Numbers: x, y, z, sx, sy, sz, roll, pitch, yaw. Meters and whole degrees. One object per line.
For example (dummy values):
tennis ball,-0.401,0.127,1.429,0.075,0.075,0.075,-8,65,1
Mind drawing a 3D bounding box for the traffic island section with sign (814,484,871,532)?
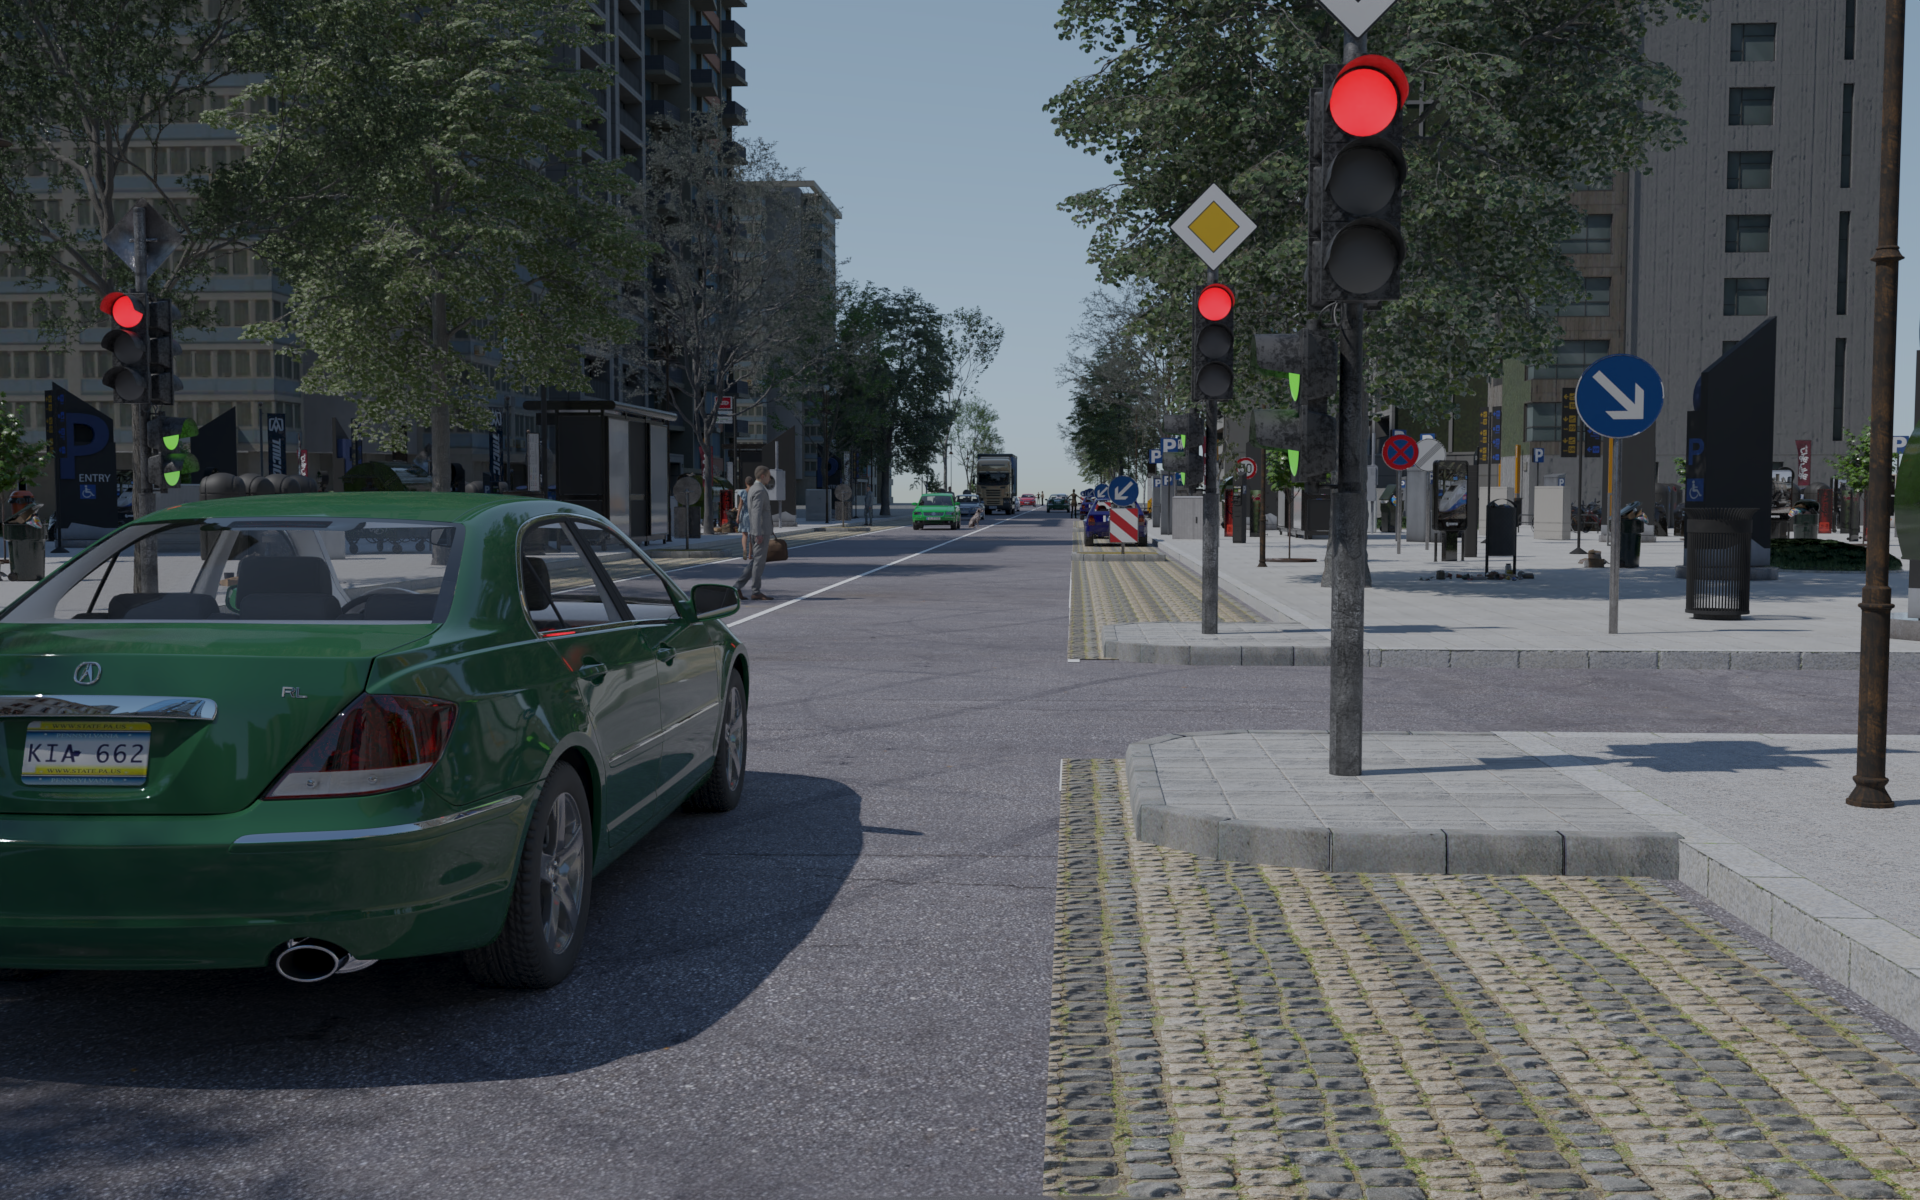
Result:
traffic island section with sign,-4.467,-3.529,66.324,1.989,1.847,2.006,0,4,4

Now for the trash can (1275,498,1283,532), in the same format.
trash can,11.161,-2.917,59.351,0.748,1.137,0.748,0,3,0

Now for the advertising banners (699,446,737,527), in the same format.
advertising banners,-8.456,-4.078,62.865,2.074,3.025,0.090,0,4,7

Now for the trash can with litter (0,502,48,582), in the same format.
trash can with litter,-13.999,-0.861,25.460,1.055,1.170,0.624,-1,4,-13

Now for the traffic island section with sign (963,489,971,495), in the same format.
traffic island section with sign,0.597,-8.204,142.761,1.989,1.847,2.006,0,4,4

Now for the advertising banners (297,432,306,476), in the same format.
advertising banners,-19.135,-3.293,50.021,0.090,3.025,2.074,-2,4,-25

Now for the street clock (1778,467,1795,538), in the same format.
street clock,21.987,-2.549,46.244,0.471,2.002,0.358,1,4,12

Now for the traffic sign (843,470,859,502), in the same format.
traffic sign,-5.799,-5.637,92.172,0.884,2.594,0.081,0,4,7

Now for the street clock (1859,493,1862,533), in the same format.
street clock,29.689,-3.228,57.342,0.358,2.002,0.471,-2,4,-24

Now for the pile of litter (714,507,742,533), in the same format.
pile of litter,-7.751,-2.659,57.440,1.176,0.858,1.719,0,4,-8

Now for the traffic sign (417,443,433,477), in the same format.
traffic sign,-11.952,-2.315,39.034,0.795,2.450,0.064,1,4,9

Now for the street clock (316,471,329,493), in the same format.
street clock,-19.953,-3.039,54.265,0.358,2.002,0.471,-3,5,-40

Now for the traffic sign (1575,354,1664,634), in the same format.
traffic sign,5.998,-0.961,15.826,0.768,2.556,0.104,1,4,13

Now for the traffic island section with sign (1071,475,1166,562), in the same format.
traffic island section with sign,3.407,-1.764,37.464,1.989,1.847,2.006,0,4,4

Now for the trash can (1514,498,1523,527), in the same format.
trash can,21.379,-3.381,66.937,0.748,1.137,0.748,0,3,0

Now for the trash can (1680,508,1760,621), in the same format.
trash can,7.776,-0.373,17.756,0.748,1.137,0.748,0,3,0

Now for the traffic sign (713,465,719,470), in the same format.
traffic sign,-10.753,-4.574,74.894,0.768,2.556,0.104,0,4,5

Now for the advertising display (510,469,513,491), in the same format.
advertising display,-11.739,-2.451,45.286,0.123,1.923,0.974,-1,4,-15

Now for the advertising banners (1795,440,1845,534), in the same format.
advertising banners,27.951,-3.652,55.893,2.074,3.025,0.090,0,4,1

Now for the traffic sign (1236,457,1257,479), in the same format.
traffic sign,9.870,-3.656,59.884,0.768,2.556,0.104,0,4,8

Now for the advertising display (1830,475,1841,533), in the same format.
advertising display,29.065,-3.200,57.535,0.123,1.923,0.974,2,4,24

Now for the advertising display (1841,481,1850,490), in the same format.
advertising display,32.437,-3.573,63.626,0.974,1.923,0.123,0,4,-5

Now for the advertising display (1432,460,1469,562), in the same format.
advertising display,9.338,-1.699,32.995,0.974,1.923,0.123,-3,4,-38

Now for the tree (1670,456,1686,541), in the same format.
tree,20.412,-3.260,47.901,1.663,3.219,1.824,0,3,0

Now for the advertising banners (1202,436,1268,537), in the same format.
advertising banners,8.166,-3.394,51.687,2.074,3.025,0.090,1,4,22

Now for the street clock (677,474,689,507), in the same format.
street clock,-9.923,-3.527,62.233,0.471,2.002,0.358,-1,4,-10

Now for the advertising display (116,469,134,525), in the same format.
advertising display,-21.710,-2.452,45.309,0.123,1.923,0.974,2,4,32

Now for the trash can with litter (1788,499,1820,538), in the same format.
trash can with litter,18.509,-1.629,38.016,0.624,1.170,1.055,2,4,24

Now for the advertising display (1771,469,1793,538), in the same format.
advertising display,20.607,-2.372,43.998,0.974,1.923,0.123,1,4,12

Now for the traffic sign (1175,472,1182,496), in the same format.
traffic sign,7.743,-3.793,62.116,0.768,2.556,0.104,1,4,13

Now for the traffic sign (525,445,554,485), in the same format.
traffic sign,-10.838,-2.722,44.615,0.768,2.556,0.104,0,4,5

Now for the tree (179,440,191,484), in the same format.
tree,-25.477,-3.799,56.707,1.663,3.219,1.824,0,3,0

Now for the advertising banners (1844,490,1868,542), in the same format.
advertising banners,24.698,-3.112,47.070,2.074,3.025,0.090,-3,4,-36

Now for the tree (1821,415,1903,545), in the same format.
tree,22.284,-2.928,42.482,1.663,3.219,1.824,0,3,0

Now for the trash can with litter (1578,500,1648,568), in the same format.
trash can with litter,11.354,-1.145,30.113,1.055,1.170,0.624,0,4,5

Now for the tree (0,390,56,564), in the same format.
tree,-17.682,-2.302,32.243,1.663,3.219,1.824,0,3,0

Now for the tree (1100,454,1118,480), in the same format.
tree,16.931,-14.909,194.119,4.737,8.622,4.395,0,3,0

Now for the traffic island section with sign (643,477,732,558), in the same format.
traffic island section with sign,-6.257,-1.878,39.339,1.989,1.847,2.006,0,4,4

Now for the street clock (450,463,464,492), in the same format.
street clock,-11.664,-2.163,39.930,0.471,2.002,0.358,2,4,34

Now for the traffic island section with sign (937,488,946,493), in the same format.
traffic island section with sign,-1.200,-6.556,115.819,1.989,1.847,2.006,0,4,4

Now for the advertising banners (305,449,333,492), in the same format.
advertising banners,-25.004,-4.362,67.508,2.074,3.025,0.090,1,4,22

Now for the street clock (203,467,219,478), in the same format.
street clock,-20.135,-2.573,46.642,0.358,2.002,0.471,0,4,2

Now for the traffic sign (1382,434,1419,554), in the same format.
traffic sign,9.372,-2.251,36.916,0.768,2.556,0.104,1,4,9

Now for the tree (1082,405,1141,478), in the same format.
tree,16.583,-15.730,182.937,9.928,11.665,9.643,0,3,0

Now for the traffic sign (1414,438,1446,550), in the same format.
traffic sign,10.705,-2.417,39.618,0.768,2.556,0.104,1,4,9

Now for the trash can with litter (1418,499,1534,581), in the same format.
trash can with litter,7.804,-0.928,26.236,2.233,1.210,1.678,-1,4,-19
